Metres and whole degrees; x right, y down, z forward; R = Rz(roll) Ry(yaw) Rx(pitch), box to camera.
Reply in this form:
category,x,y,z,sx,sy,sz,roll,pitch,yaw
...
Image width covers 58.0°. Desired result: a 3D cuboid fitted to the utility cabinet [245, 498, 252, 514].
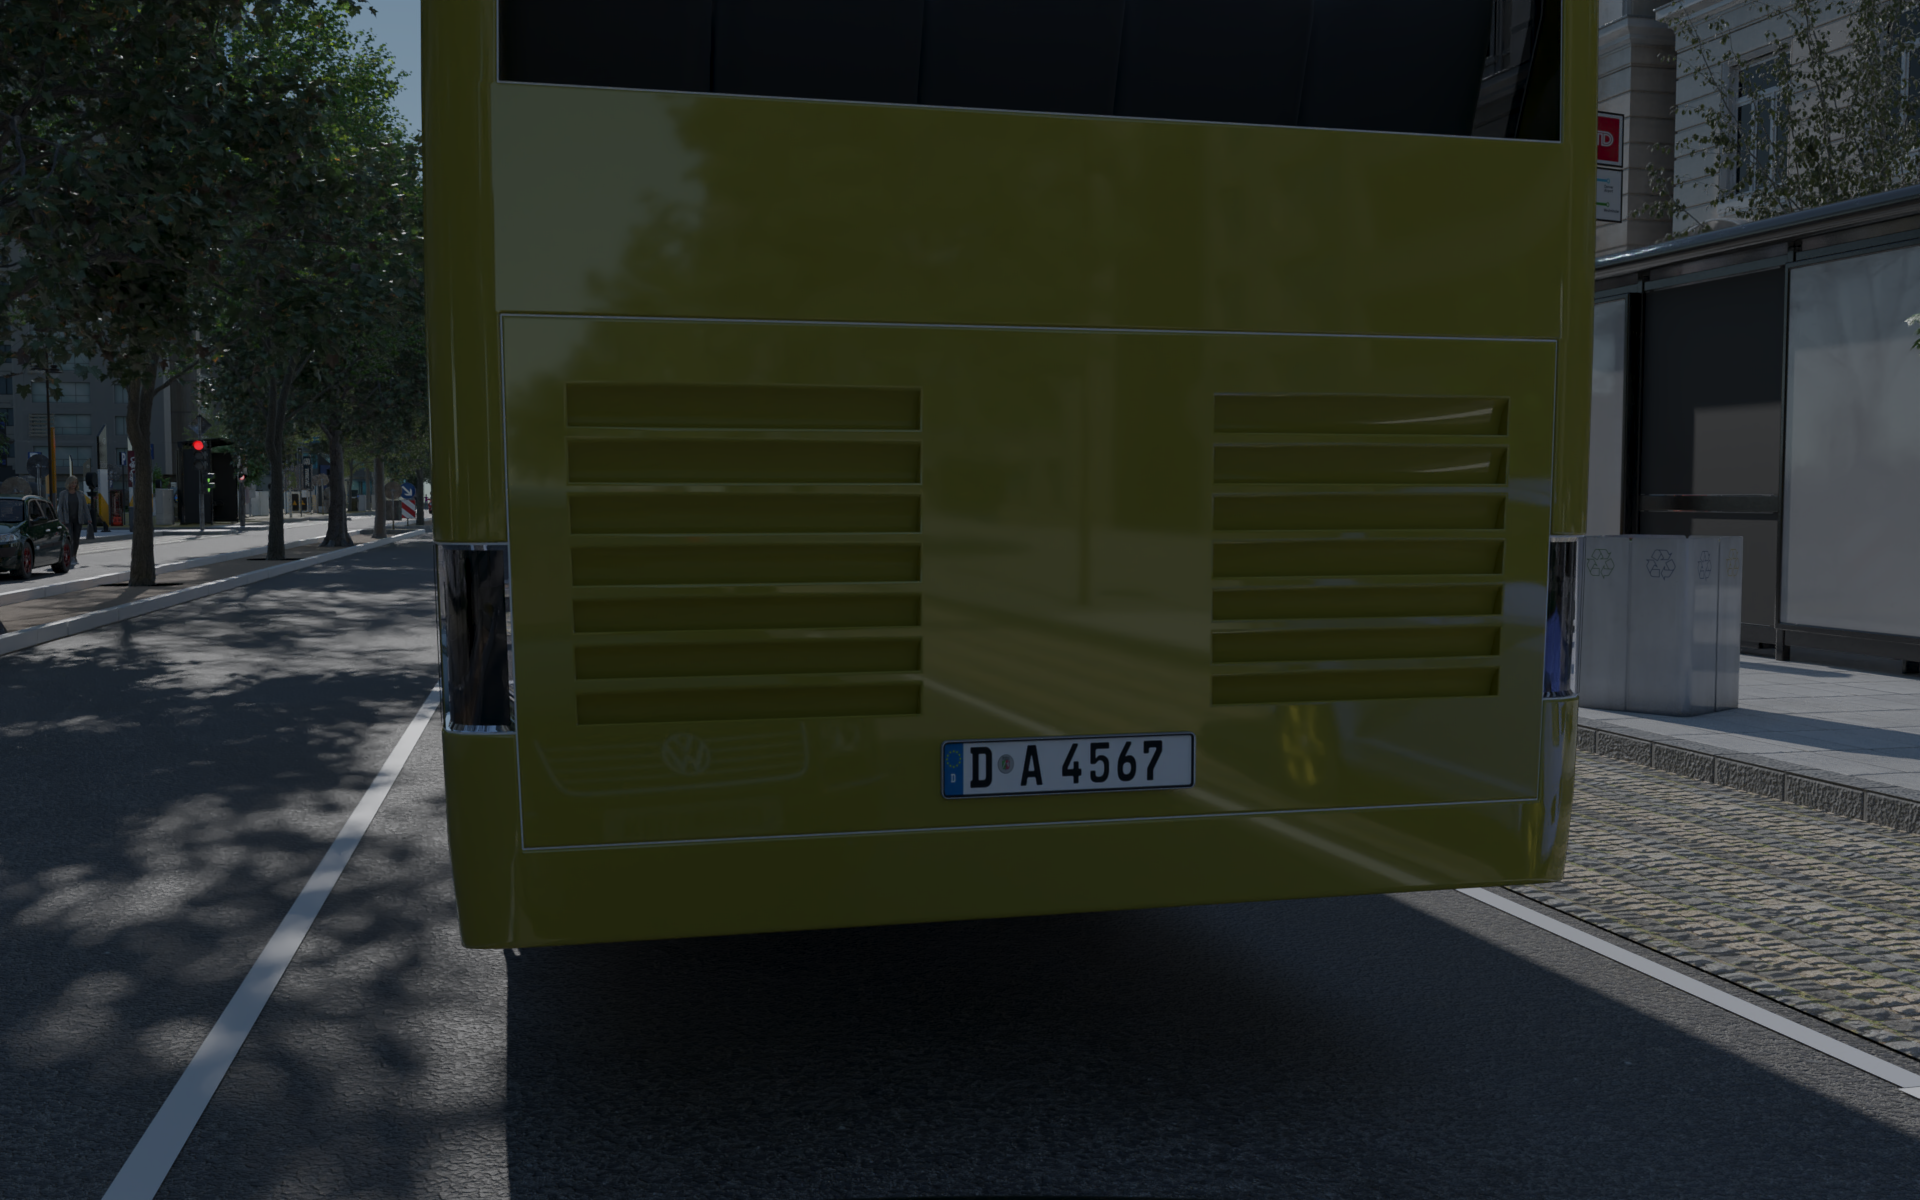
category,x,y,z,sx,sy,sz,roll,pitch,yaw
utility cabinet,-44.987,-6.017,109.534,1.020,1.237,0.306,0,4,-7

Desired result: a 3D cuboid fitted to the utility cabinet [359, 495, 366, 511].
category,x,y,z,sx,sy,sz,roll,pitch,yaw
utility cabinet,-45.790,-7.388,131.963,1.020,1.237,0.306,0,4,6

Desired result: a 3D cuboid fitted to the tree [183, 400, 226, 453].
category,x,y,z,sx,sy,sz,roll,pitch,yaw
tree,-53.658,-10.665,124.730,4.737,8.622,4.395,0,3,0

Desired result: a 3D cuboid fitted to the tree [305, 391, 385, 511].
category,x,y,z,sx,sy,sz,roll,pitch,yaw
tree,-44.634,-11.794,127.248,7.601,10.594,8.767,0,4,-5

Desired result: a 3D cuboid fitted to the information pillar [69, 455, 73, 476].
category,x,y,z,sx,sy,sz,roll,pitch,yaw
information pillar,-53.062,-6.857,103.469,0.183,3.616,0.504,-3,4,-37

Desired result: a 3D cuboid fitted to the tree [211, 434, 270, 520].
category,x,y,z,sx,sy,sz,roll,pitch,yaw
tree,-35.783,-6.247,85.848,4.285,4.588,4.351,0,3,0

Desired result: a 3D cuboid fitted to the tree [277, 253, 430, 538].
category,x,y,z,sx,sy,sz,roll,pitch,yaw
tree,-18.939,-8.281,55.980,7.486,12.596,7.792,0,3,0

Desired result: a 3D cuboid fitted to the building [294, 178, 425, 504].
category,x,y,z,sx,sy,sz,roll,pitch,yaw
building,-90.241,-38.122,242.902,30.456,49.044,23.786,-1,4,-13

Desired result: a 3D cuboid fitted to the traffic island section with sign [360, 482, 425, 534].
category,x,y,z,sx,sy,sz,roll,pitch,yaw
traffic island section with sign,-20.557,-3.331,62.593,2.006,1.907,1.989,-1,4,-13

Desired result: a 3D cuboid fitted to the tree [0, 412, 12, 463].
category,x,y,z,sx,sy,sz,roll,pitch,yaw
tree,-25.497,-3.617,42.849,4.285,4.588,4.351,0,3,0

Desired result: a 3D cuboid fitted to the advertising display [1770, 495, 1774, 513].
category,x,y,z,sx,sy,sz,roll,pitch,yaw
advertising display,8.283,-0.720,16.994,0.974,1.923,0.123,-2,4,-32

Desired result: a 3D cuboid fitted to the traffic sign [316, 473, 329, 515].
category,x,y,z,sx,sy,sz,roll,pitch,yaw
traffic sign,-39.426,-6.546,107.134,0.768,2.556,0.104,0,4,-8

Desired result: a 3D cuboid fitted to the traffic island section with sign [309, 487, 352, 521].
category,x,y,z,sx,sy,sz,roll,pitch,yaw
traffic island section with sign,-33.706,-5.146,92.772,1.989,1.847,2.006,-1,4,-13

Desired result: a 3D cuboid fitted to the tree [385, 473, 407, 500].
category,x,y,z,sx,sy,sz,roll,pitch,yaw
tree,-55.198,-13.590,172.558,4.737,8.622,4.395,0,3,0

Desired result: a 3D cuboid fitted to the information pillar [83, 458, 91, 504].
category,x,y,z,sx,sy,sz,roll,pitch,yaw
information pillar,-56.145,-7.348,111.491,0.504,3.616,0.183,0,4,0

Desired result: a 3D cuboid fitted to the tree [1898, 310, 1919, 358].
category,x,y,z,sx,sy,sz,roll,pitch,yaw
tree,5.059,-0.817,7.957,1.663,3.219,1.824,0,3,0

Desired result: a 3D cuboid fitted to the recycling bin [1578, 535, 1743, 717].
category,x,y,z,sx,sy,sz,roll,pitch,yaw
recycling bin,4.189,0.132,10.400,0.722,1.027,0.722,-3,5,-42

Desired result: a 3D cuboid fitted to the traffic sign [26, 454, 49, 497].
category,x,y,z,sx,sy,sz,roll,pitch,yaw
traffic sign,-29.238,-3.358,55.002,0.768,2.556,0.104,0,4,-6

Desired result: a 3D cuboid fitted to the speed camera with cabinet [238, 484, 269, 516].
category,x,y,z,sx,sy,sz,roll,pitch,yaw
speed camera with cabinet,-41.073,-6.514,100.845,0.660,3.252,2.038,1,4,9

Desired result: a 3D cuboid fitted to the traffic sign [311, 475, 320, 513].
category,x,y,z,sx,sy,sz,roll,pitch,yaw
traffic sign,-42.509,-7.002,114.589,0.768,2.556,0.104,0,4,-3

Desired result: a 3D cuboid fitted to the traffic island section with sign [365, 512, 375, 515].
category,x,y,z,sx,sy,sz,roll,pitch,yaw
traffic island section with sign,-39.758,-6.753,119.041,1.989,1.847,2.006,-1,4,-13

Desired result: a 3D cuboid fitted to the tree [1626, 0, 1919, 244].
category,x,y,z,sx,sy,sz,roll,pitch,yaw
tree,10.075,-4.238,19.649,4.360,8.622,3.978,0,3,0

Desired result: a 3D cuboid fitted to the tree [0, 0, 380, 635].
category,x,y,z,sx,sy,sz,roll,pitch,yaw
tree,-9.926,-5.958,16.873,9.611,12.733,9.660,0,3,0

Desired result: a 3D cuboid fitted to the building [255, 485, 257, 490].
category,x,y,z,sx,sy,sz,roll,pitch,yaw
building,-77.124,-44.092,159.159,20.563,71.187,20.611,-1,4,-13

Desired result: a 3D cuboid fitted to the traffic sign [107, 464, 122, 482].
category,x,y,z,sx,sy,sz,roll,pitch,yaw
traffic sign,-35.535,-4.433,72.593,0.768,2.556,0.104,-1,4,-11

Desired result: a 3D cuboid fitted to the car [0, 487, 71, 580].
category,x,y,z,sx,sy,sz,roll,pitch,yaw
car,-16.738,-1.235,29.979,2.009,1.686,4.222,-1,4,-14

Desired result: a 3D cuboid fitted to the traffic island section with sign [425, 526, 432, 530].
category,x,y,z,sx,sy,sz,roll,pitch,yaw
traffic island section with sign,-22.214,-3.772,69.814,2.006,1.907,1.989,-1,4,-13

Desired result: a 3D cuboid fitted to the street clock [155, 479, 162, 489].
category,x,y,z,sx,sy,sz,roll,pitch,yaw
street clock,-39.295,-4.918,84.987,0.358,2.002,0.471,-1,4,-15

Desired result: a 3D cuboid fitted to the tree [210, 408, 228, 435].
category,x,y,z,sx,sy,sz,roll,pitch,yaw
tree,-57.393,-11.403,136.795,4.360,8.622,3.978,0,3,0

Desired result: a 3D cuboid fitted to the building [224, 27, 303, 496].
category,x,y,z,sx,sy,sz,roll,pitch,yaw
building,-88.097,-53.200,182.485,31.000,86.520,22.319,-1,4,-13

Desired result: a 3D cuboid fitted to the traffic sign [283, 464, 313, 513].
category,x,y,z,sx,sy,sz,roll,pitch,yaw
traffic sign,-44.636,-7.487,116.284,2.265,3.308,0.079,0,4,-8

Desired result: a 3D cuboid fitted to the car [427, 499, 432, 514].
category,x,y,z,sx,sy,sz,roll,pitch,yaw
car,-37.775,-7.182,126.468,2.155,1.783,4.494,-1,4,-13

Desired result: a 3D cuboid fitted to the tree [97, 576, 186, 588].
category,x,y,z,sx,sy,sz,roll,pitch,yaw
tree,-12.539,-6.006,26.414,9.928,11.665,9.643,0,3,0

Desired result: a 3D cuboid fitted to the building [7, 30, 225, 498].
category,x,y,z,sx,sy,sz,roll,pitch,yaw
building,-69.148,-28.114,143.262,14.154,41.232,14.086,-1,4,-13

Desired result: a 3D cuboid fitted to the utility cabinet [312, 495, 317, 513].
category,x,y,z,sx,sy,sz,roll,pitch,yaw
utility cabinet,-43.986,-6.561,118.430,0.306,1.237,1.020,0,4,-2

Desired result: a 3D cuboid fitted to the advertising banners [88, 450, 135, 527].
category,x,y,z,sx,sy,sz,roll,pitch,yaw
advertising banners,-33.557,-4.440,68.783,0.090,3.025,2.074,3,5,40

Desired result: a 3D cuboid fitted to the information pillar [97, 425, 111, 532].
category,x,y,z,sx,sy,sz,roll,pitch,yaw
information pillar,-28.782,-4.086,58.164,0.183,3.616,0.504,0,4,2

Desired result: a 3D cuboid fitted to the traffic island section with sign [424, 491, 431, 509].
category,x,y,z,sx,sy,sz,roll,pitch,yaw
traffic island section with sign,-51.211,-9.785,168.617,1.989,1.847,2.006,-1,4,-13

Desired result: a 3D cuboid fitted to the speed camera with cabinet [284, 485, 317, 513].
category,x,y,z,sx,sy,sz,roll,pitch,yaw
speed camera with cabinet,-45.417,-7.628,119.056,0.660,3.252,2.038,3,4,36

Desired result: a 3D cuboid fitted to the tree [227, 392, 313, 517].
category,x,y,z,sx,sy,sz,roll,pitch,yaw
tree,-37.853,-8.978,97.147,4.737,8.622,4.395,0,3,0

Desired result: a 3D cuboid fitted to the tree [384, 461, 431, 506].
category,x,y,z,sx,sy,sz,roll,pitch,yaw
tree,-58.303,-17.122,186.605,9.857,13.997,8.962,0,3,0

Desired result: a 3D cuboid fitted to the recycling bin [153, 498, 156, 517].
category,x,y,z,sx,sy,sz,roll,pitch,yaw
recycling bin,-45.782,-5.281,98.904,0.722,1.027,0.722,-3,4,-38

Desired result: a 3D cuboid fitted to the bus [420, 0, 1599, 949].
category,x,y,z,sx,sy,sz,roll,pitch,yaw
bus,-1.294,-1.093,9.423,2.896,3.916,12.252,-1,4,-14

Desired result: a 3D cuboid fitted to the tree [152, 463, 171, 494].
category,x,y,z,sx,sy,sz,roll,pitch,yaw
tree,-49.224,-6.834,106.330,1.663,3.219,1.824,0,3,0

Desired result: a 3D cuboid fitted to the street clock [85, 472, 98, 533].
category,x,y,z,sx,sy,sz,roll,pitch,yaw
street clock,-28.834,-3.240,57.552,0.358,2.002,0.471,0,4,-5

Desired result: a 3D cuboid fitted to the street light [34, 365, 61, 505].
category,x,y,z,sx,sy,sz,roll,pitch,yaw
street light,-26.178,-4.709,49.773,0.468,5.910,1.993,-1,4,-13

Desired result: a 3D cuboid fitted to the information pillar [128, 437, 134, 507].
category,x,y,z,sx,sy,sz,roll,pitch,yaw
information pillar,-33.820,-4.855,70.729,0.183,3.616,0.504,-3,5,-44

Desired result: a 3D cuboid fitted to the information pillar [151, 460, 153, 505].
category,x,y,z,sx,sy,sz,roll,pitch,yaw
information pillar,-32.408,-4.756,69.121,0.183,3.616,0.504,0,4,6

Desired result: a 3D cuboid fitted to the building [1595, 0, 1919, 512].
category,x,y,z,sx,sy,sz,roll,pitch,yaw
building,17.530,-15.901,45.892,13.634,28.700,20.117,-1,4,-13

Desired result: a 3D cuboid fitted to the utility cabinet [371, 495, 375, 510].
category,x,y,z,sx,sy,sz,roll,pitch,yaw
utility cabinet,-47.073,-7.877,139.956,1.020,1.237,0.306,2,4,26

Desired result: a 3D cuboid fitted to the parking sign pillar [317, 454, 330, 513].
category,x,y,z,sx,sy,sz,roll,pitch,yaw
parking sign pillar,-42.373,-7.805,116.086,1.447,3.967,1.447,2,4,30

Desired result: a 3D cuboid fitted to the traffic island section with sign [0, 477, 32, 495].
category,x,y,z,sx,sy,sz,roll,pitch,yaw
traffic island section with sign,-21.229,-1.843,38.762,1.989,1.847,2.006,-1,4,-13

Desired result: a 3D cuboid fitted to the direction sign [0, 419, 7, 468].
category,x,y,z,sx,sy,sz,roll,pitch,yaw
direction sign,-28.772,-3.652,51.712,0.876,3.537,0.379,1,4,21

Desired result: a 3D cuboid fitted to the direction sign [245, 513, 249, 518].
category,x,y,z,sx,sy,sz,roll,pitch,yaw
direction sign,-38.286,-6.155,92.624,0.379,3.537,0.876,1,4,20

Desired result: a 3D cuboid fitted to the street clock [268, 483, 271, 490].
category,x,y,z,sx,sy,sz,roll,pitch,yaw
street clock,-42.988,-6.343,108.284,0.358,2.002,0.471,3,5,42
